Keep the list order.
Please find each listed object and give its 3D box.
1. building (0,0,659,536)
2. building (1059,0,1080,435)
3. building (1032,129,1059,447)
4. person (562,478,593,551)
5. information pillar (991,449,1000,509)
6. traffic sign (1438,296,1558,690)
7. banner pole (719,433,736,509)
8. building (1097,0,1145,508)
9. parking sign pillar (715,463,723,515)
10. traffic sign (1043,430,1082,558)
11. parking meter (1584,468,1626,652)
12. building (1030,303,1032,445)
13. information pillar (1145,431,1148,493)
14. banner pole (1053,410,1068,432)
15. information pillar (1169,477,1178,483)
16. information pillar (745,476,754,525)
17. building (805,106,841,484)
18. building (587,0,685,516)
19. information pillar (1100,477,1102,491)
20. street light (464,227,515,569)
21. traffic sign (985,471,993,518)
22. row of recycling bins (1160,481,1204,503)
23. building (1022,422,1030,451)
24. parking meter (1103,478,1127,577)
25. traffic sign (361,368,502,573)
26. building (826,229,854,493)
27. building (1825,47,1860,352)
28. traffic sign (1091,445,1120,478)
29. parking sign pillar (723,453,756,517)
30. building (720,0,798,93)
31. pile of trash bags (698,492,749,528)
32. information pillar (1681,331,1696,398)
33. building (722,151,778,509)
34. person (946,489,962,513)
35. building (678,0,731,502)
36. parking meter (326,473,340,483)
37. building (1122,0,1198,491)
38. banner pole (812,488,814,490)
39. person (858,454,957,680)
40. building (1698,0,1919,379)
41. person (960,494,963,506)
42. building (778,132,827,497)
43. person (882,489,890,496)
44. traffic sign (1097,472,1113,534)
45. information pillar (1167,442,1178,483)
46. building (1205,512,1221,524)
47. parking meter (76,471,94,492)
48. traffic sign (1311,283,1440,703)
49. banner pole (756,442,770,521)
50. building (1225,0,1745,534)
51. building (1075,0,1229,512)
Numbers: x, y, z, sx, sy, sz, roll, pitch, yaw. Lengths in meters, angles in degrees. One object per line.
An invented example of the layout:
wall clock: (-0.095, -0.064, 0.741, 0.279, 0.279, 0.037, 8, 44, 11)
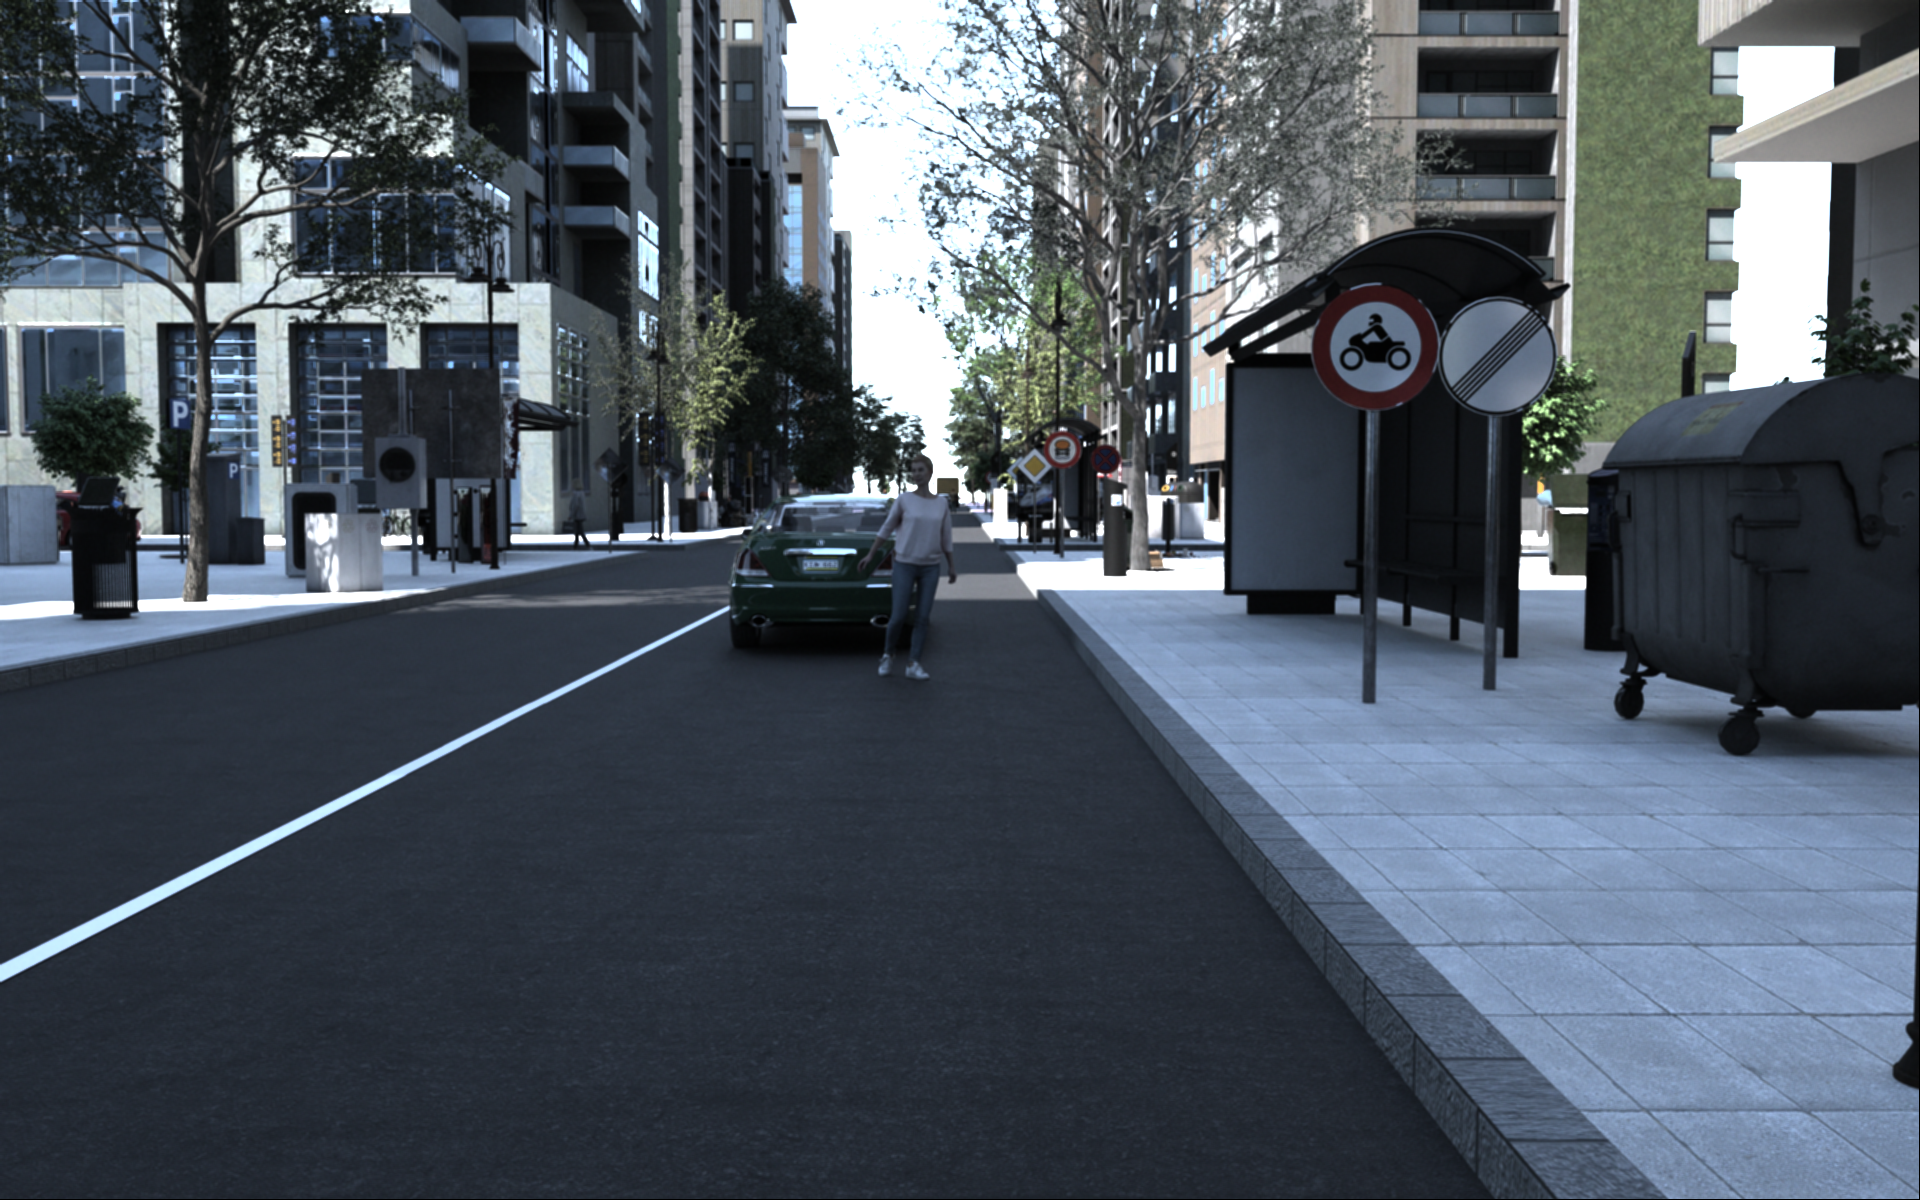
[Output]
building: (-23.666, -46.076, 66.013, 22.319, 86.520, 31.000, 0, 3, 0)
building: (20.391, -38.639, 173.752, 21.231, 58.520, 28.212, 0, 3, 0)
building: (20.475, -36.762, 224.759, 21.300, 48.544, 21.600, 0, 3, 0)
person: (-8.933, -1.945, 40.489, 0.728, 1.800, 0.709, 1, 4, 11)
information pillar: (1.836, -5.996, 89.392, 0.504, 3.616, 0.183, 0, 4, -3)
traffic sign: (3.475, -0.684, 11.290, 0.768, 2.556, 0.104, 0, 4, 1)
banner pole: (-9.392, -4.926, 70.565, 0.863, 3.779, 0.401, 3, 5, 42)
building: (19.949, -42.553, 133.987, 20.563, 71.187, 20.611, 0, 3, 0)
parking sign pillar: (-14.527, -7.041, 103.598, 1.447, 3.967, 1.447, 1, 4, 10)
traffic sign: (2.053, -2.121, 34.791, 0.768, 2.556, 0.104, 0, 4, 2)
parking meter: (5.347, -0.357, 14.243, 0.372, 1.533, 0.369, 0, 3, 0)
building: (16.740, -28.886, 243.991, 14.160, 30.474, 14.107, 0, 3, 0)
information pillar: (6.902, -4.471, 64.450, 0.183, 3.616, 0.504, 0, 4, -3)
banner pole: (2.965, -3.770, 51.659, 0.401, 3.779, 0.863, -2, 4, -35)
information pillar: (8.980, -4.190, 72.995, 0.304, 2.012, 0.304, 2, 4, 30)
information pillar: (-8.711, -4.102, 71.562, 0.304, 2.012, 0.304, 0, 4, 6)
building: (-31.474, -39.750, 239.154, 28.713, 52.752, 27.495, 0, 3, 0)
building: (-23.802, -25.339, 97.881, 14.154, 41.232, 14.086, 0, 3, 0)
information pillar: (9.786, -7.778, 118.528, 0.504, 3.616, 0.183, 1, 4, 19)
street light: (-7.979, -3.470, 29.515, 0.468, 5.910, 1.993, 0, 3, 0)
traffic sign: (1.732, -5.716, 93.558, 0.768, 2.556, 0.104, 0, 4, 5)
row of recycling bins: (7.341, -3.053, 57.024, 1.069, 1.692, 3.534, 0, 4, -4)
building: (23.658, -25.751, 266.075, 27.650, 21.520, 28.899, 0, 3, 0)
parking meter: (2.409, -1.130, 26.880, 0.372, 1.533, 0.369, 0, 3, 0)
traffic sign: (-8.576, -2.095, 28.122, 2.265, 3.308, 0.079, 0, 4, 1)
building: (-23.442, -35.271, 260.273, 14.154, 41.232, 14.086, 0, 3, 0)
building: (43.055, -26.670, 59.759, 21.600, 48.544, 21.300, 0, 3, 0)
traffic sign: (3.752, -2.727, 44.696, 0.768, 2.556, 0.104, 0, 4, 7)
parking sign pillar: (-12.075, -6.602, 96.416, 1.447, 3.967, 1.447, -2, 4, -31)
building: (-31.046, -35.431, 168.533, 28.713, 52.752, 27.495, 0, 3, 0)
pile of trash bags: (-9.313, -3.454, 66.233, 1.912, 1.369, 3.447, 0, 4, 8)
information pillar: (10.414, -2.047, 24.823, 0.183, 3.616, 0.504, 2, 4, 34)
building: (-23.427, -23.044, 148.466, 14.160, 30.474, 14.107, 0, 3, 0)
person: (-0.502, -7.518, 131.449, 1.348, 1.821, 0.705, 0, 4, -1)
building: (-26.517, -42.280, 129.534, 20.563, 71.187, 20.611, 0, 3, 0)
parking meter: (-17.122, -2.545, 47.327, 0.255, 1.863, 0.399, -3, 5, -43)
building: (22.091, -29.672, 104.752, 23.786, 49.044, 30.456, 0, 3, 0)
banner pole: (-10.510, -7.978, 120.453, 0.863, 3.779, 0.401, -1, 4, -12)
person: (-0.455, -0.264, 13.493, 0.731, 1.740, 0.598, -2, 4, -27)
building: (25.591, -26.016, 14.595, 28.713, 52.752, 27.495, 0, 3, 0)
person: (0.104, -12.364, 213.875, 0.599, 1.433, 0.991, -1, 4, -18)
building: (-24.223, -34.769, 218.587, 14.600, 45.320, 14.200, 0, 3, 0)
person: (-5.728, -7.573, 132.458, 1.348, 1.807, 0.705, -1, 4, -19)
traffic sign: (4.425, -3.380, 55.259, 0.884, 2.594, 0.081, 0, 4, 4)
information pillar: (9.516, -5.278, 77.647, 0.504, 3.616, 0.183, 1, 4, 19)
building: (17.904, -25.962, 74.586, 14.600, 45.320, 14.200, 0, 3, 0)
parking meter: (-22.548, -2.385, 44.701, 0.399, 1.863, 0.255, -3, 5, -45)
traffic sign: (2.515, -0.640, 10.572, 0.768, 2.556, 0.104, 0, 4, 5)
banner pole: (-9.406, -5.676, 82.815, 0.863, 3.779, 0.401, 2, 4, 33)
building: (17.213, -23.003, 59.699, 14.086, 41.232, 14.154, 0, 3, 0)
building: (17.588, -30.744, 152.768, 14.600, 45.320, 14.200, 0, 3, 0)
